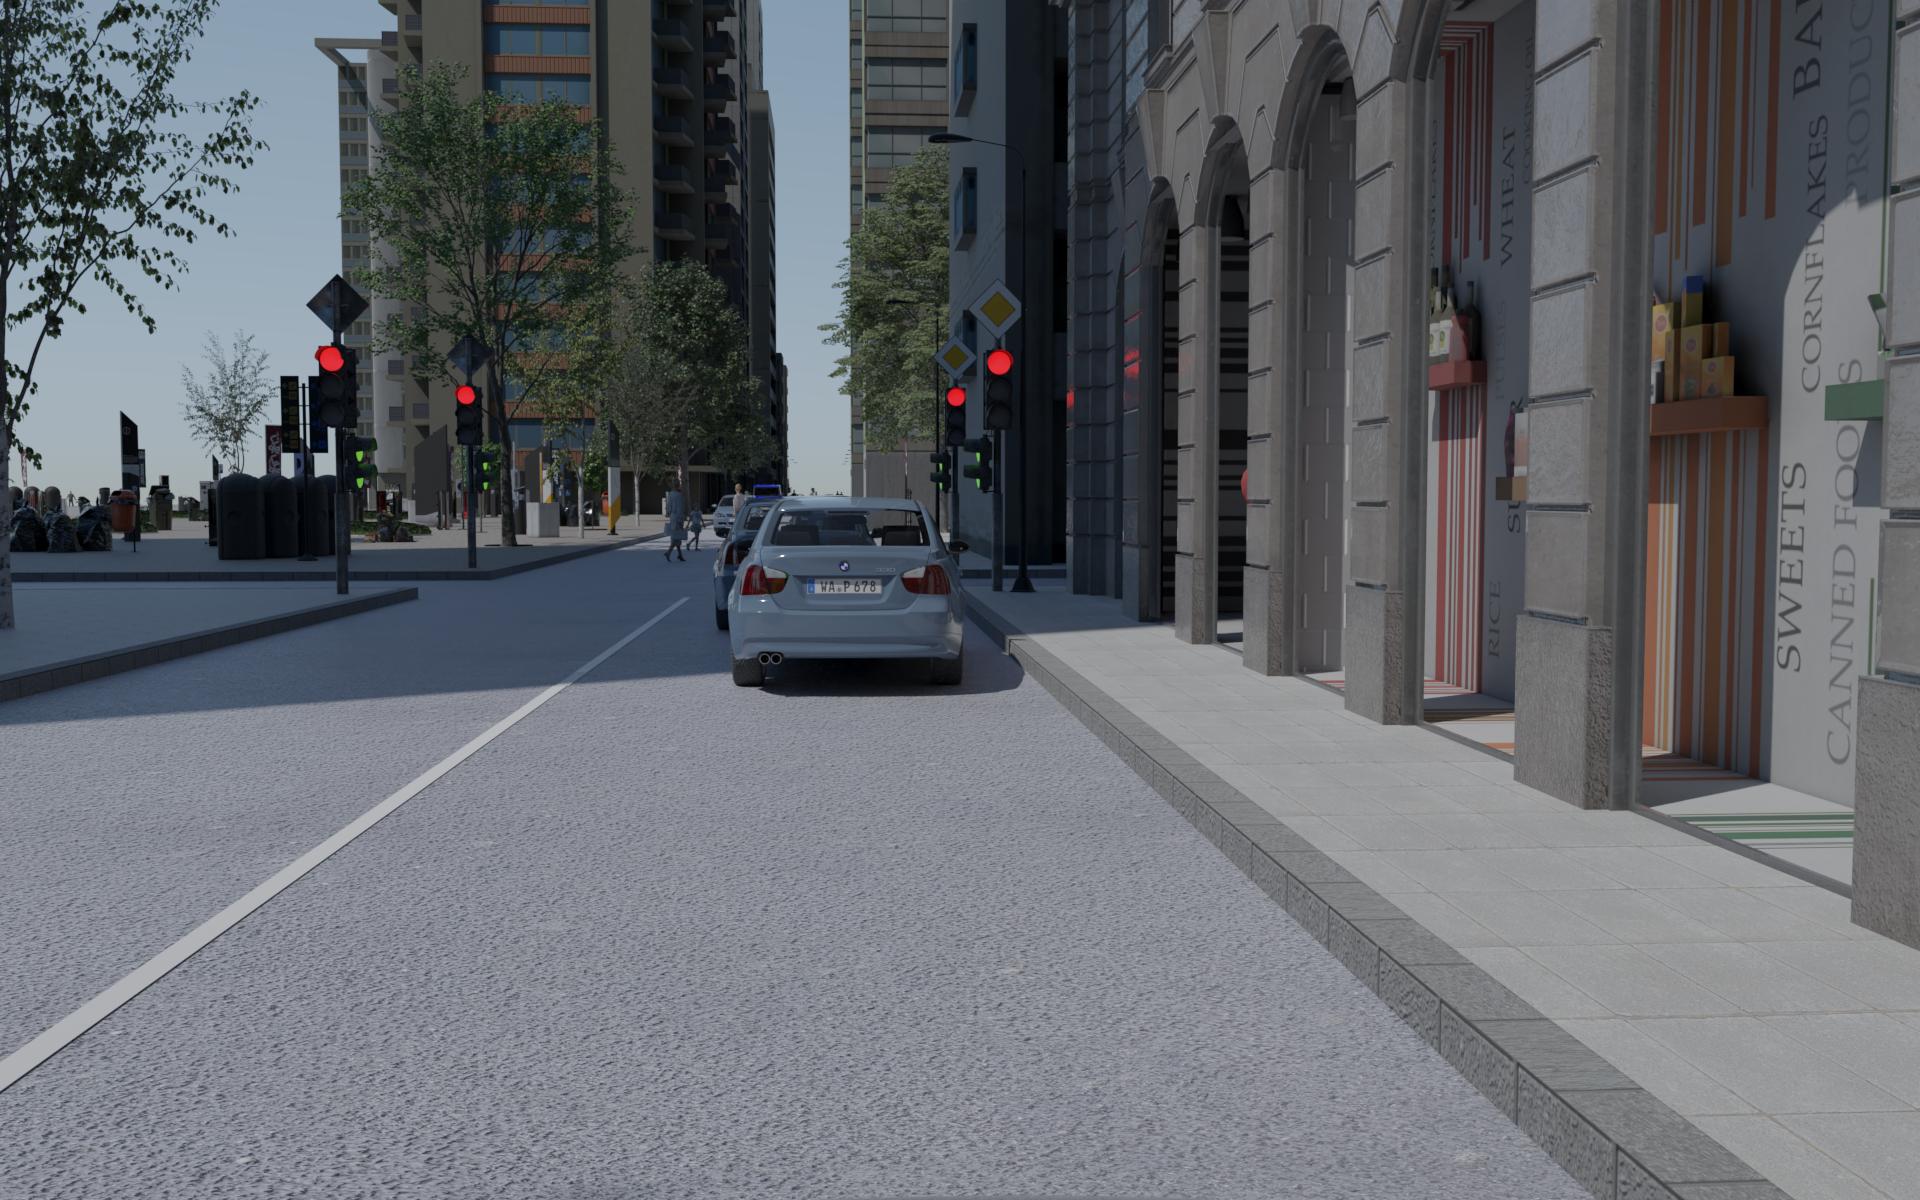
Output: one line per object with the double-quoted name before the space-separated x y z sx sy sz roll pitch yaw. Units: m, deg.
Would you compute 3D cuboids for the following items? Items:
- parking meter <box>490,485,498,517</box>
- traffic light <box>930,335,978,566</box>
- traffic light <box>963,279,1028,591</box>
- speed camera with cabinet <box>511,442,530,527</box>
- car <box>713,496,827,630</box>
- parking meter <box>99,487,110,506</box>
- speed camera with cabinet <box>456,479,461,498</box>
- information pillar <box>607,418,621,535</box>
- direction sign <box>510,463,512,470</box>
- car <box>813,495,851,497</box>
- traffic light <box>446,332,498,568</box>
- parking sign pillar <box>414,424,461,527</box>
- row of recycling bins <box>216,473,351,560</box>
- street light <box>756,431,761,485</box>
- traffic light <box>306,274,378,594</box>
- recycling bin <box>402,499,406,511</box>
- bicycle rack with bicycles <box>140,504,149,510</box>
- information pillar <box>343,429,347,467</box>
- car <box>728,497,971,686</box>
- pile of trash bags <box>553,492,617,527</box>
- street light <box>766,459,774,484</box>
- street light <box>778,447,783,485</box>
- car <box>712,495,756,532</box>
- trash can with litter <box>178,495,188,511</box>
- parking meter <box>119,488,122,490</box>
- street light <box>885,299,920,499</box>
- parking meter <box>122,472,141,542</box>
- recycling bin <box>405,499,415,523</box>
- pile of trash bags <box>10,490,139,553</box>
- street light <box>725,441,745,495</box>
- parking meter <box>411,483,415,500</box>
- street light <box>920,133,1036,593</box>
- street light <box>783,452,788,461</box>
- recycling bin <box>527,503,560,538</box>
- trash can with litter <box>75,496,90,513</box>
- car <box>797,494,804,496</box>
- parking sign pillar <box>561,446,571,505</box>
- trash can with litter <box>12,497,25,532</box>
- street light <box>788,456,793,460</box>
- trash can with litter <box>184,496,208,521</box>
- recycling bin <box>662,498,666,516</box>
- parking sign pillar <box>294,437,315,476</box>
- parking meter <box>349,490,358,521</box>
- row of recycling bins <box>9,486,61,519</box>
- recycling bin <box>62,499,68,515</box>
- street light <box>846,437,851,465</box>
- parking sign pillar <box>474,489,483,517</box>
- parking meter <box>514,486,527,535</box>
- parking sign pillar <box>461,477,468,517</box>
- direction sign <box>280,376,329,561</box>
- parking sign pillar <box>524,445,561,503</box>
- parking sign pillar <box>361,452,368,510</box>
"parking meter" -26.222 -5.615 97.521 0.399 1.863 0.255 1 4 22
"traffic light" -0.103 -2.557 30.721 0.839 4.253 0.868 0 4 -4
"traffic light" 0.473 -2.069 22.757 0.839 4.253 0.868 0 4 -4
"speed camera with cabinet" -17.019 -4.399 66.263 0.660 3.252 2.038 0 4 1
"car" -1.799 -0.467 19.642 2.014 1.417 4.499 0 4 -4
"parking meter" -31.559 -3.396 63.934 0.372 1.533 0.369 0 3 0
"speed camera with cabinet" -30.493 -6.681 103.565 2.038 3.252 0.660 -1 4 -15
"information pillar" -10.769 -3.824 53.881 0.183 3.616 0.504 2 4 28
"direction sign" -23.531 -6.018 90.383 0.379 3.537 0.876 -2 4 -30
"car" -3.132 -1.778 41.068 2.014 1.417 4.499 0 4 -3
"traffic light" -8.492 -2.519 30.101 0.839 4.253 0.868 0 4 -4
"parking sign pillar" -20.466 -4.817 67.224 1.447 3.967 1.447 0 4 6
"row of recycling bins" -13.661 -1.721 35.258 1.069 1.692 3.534 1 4 17
"street light" -15.415 -9.526 128.294 1.470 5.913 1.316 0 4 -4
"traffic light" -7.916 -2.032 22.136 0.839 4.253 0.868 0 4 -4
"recycling bin" -30.847 -5.099 95.927 0.722 1.027 0.722 -1 4 -8
"bicycle rack with bicycles" -43.795 -4.893 93.378 2.925 0.926 2.852 1 4 9
"information pillar" -21.969 -4.295 61.573 0.183 3.616 0.504 1 4 17
"car" -0.892 -0.139 14.270 2.014 1.417 4.499 0 4 -2
"pile of trash bags" -14.774 -3.575 68.212 3.447 1.369 1.912 2 4 35
"street light" -17.007 -10.822 149.475 1.470 5.913 1.316 0 4 -4
"street light" -18.505 -12.118 170.662 1.470 5.913 1.316 0 4 -4
"car" -8.615 -3.394 67.493 2.014 1.417 4.499 0 4 -4
"trash can with litter" -43.536 -5.214 96.307 2.233 1.210 1.678 0 3 0
"parking meter" -32.036 -3.549 66.435 0.372 1.533 0.369 0 3 0
"street light" -1.078 -4.215 41.459 1.470 5.913 1.316 0 4 -4
"parking meter" -22.352 -2.510 46.746 0.255 1.863 0.399 1 4 18
"recycling bin" -21.630 -3.468 69.258 0.722 1.027 0.722 0 4 -8
"pile of trash bags" -19.563 -1.760 38.526 3.447 1.369 1.912 2 4 25
"street light" -13.947 -8.230 107.105 1.470 5.913 1.316 0 4 -4
"parking meter" -25.512 -4.623 81.300 0.399 1.863 0.255 0 4 5
"street light" 0.284 -3.055 22.484 1.470 5.913 1.316 0 4 -4
"street light" -19.841 -13.270 189.505 1.470 5.913 1.316 0 4 -4
"recycling bin" -12.318 -2.362 51.180 0.722 1.027 0.722 -3 5 -42
"trash can with litter" -47.102 -5.017 93.420 0.624 1.170 1.055 1 4 16
"car" -16.360 -10.075 174.952 2.015 1.641 3.980 0 4 -4
"parking sign pillar" -22.081 -6.604 96.443 1.447 3.967 1.447 -2 4 -33
"trash can with litter" -23.373 -1.981 43.450 1.678 1.210 2.233 -1 4 -11
"street light" -21.451 -14.567 210.717 1.470 5.913 1.316 0 4 -4
"trash can with litter" -35.907 -4.291 81.551 0.624 1.170 1.055 2 4 33
"recycling bin" -17.207 -5.528 102.942 0.722 1.027 0.722 1 4 19
"parking sign pillar" -30.993 -5.715 81.914 1.447 3.967 1.447 3 5 44
"parking meter" -24.417 -3.918 69.770 0.255 1.863 0.399 -3 5 -42
"row of recycling bins" -48.330 -5.038 89.483 3.534 1.692 1.069 -1 4 -8
"recycling bin" -50.488 -5.171 97.098 0.722 1.027 0.722 -1 4 -18
"street light" -8.172 -10.191 139.161 1.470 5.913 1.316 0 4 -4
"parking sign pillar" -27.763 -6.699 97.997 1.447 3.967 1.447 1 4 10
"parking meter" -13.874 -2.827 54.626 0.372 1.533 0.369 0 3 0
"parking sign pillar" -22.536 -5.322 75.490 1.447 3.967 1.447 0 4 1
"direction sign" -12.543 -2.520 33.192 0.876 3.537 0.379 0 4 -2
"parking sign pillar" -20.937 -5.968 86.042 1.447 3.967 1.447 1 4 12
"parking sign pillar" -35.506 -6.997 102.872 1.447 3.967 1.447 -1 4 -10
